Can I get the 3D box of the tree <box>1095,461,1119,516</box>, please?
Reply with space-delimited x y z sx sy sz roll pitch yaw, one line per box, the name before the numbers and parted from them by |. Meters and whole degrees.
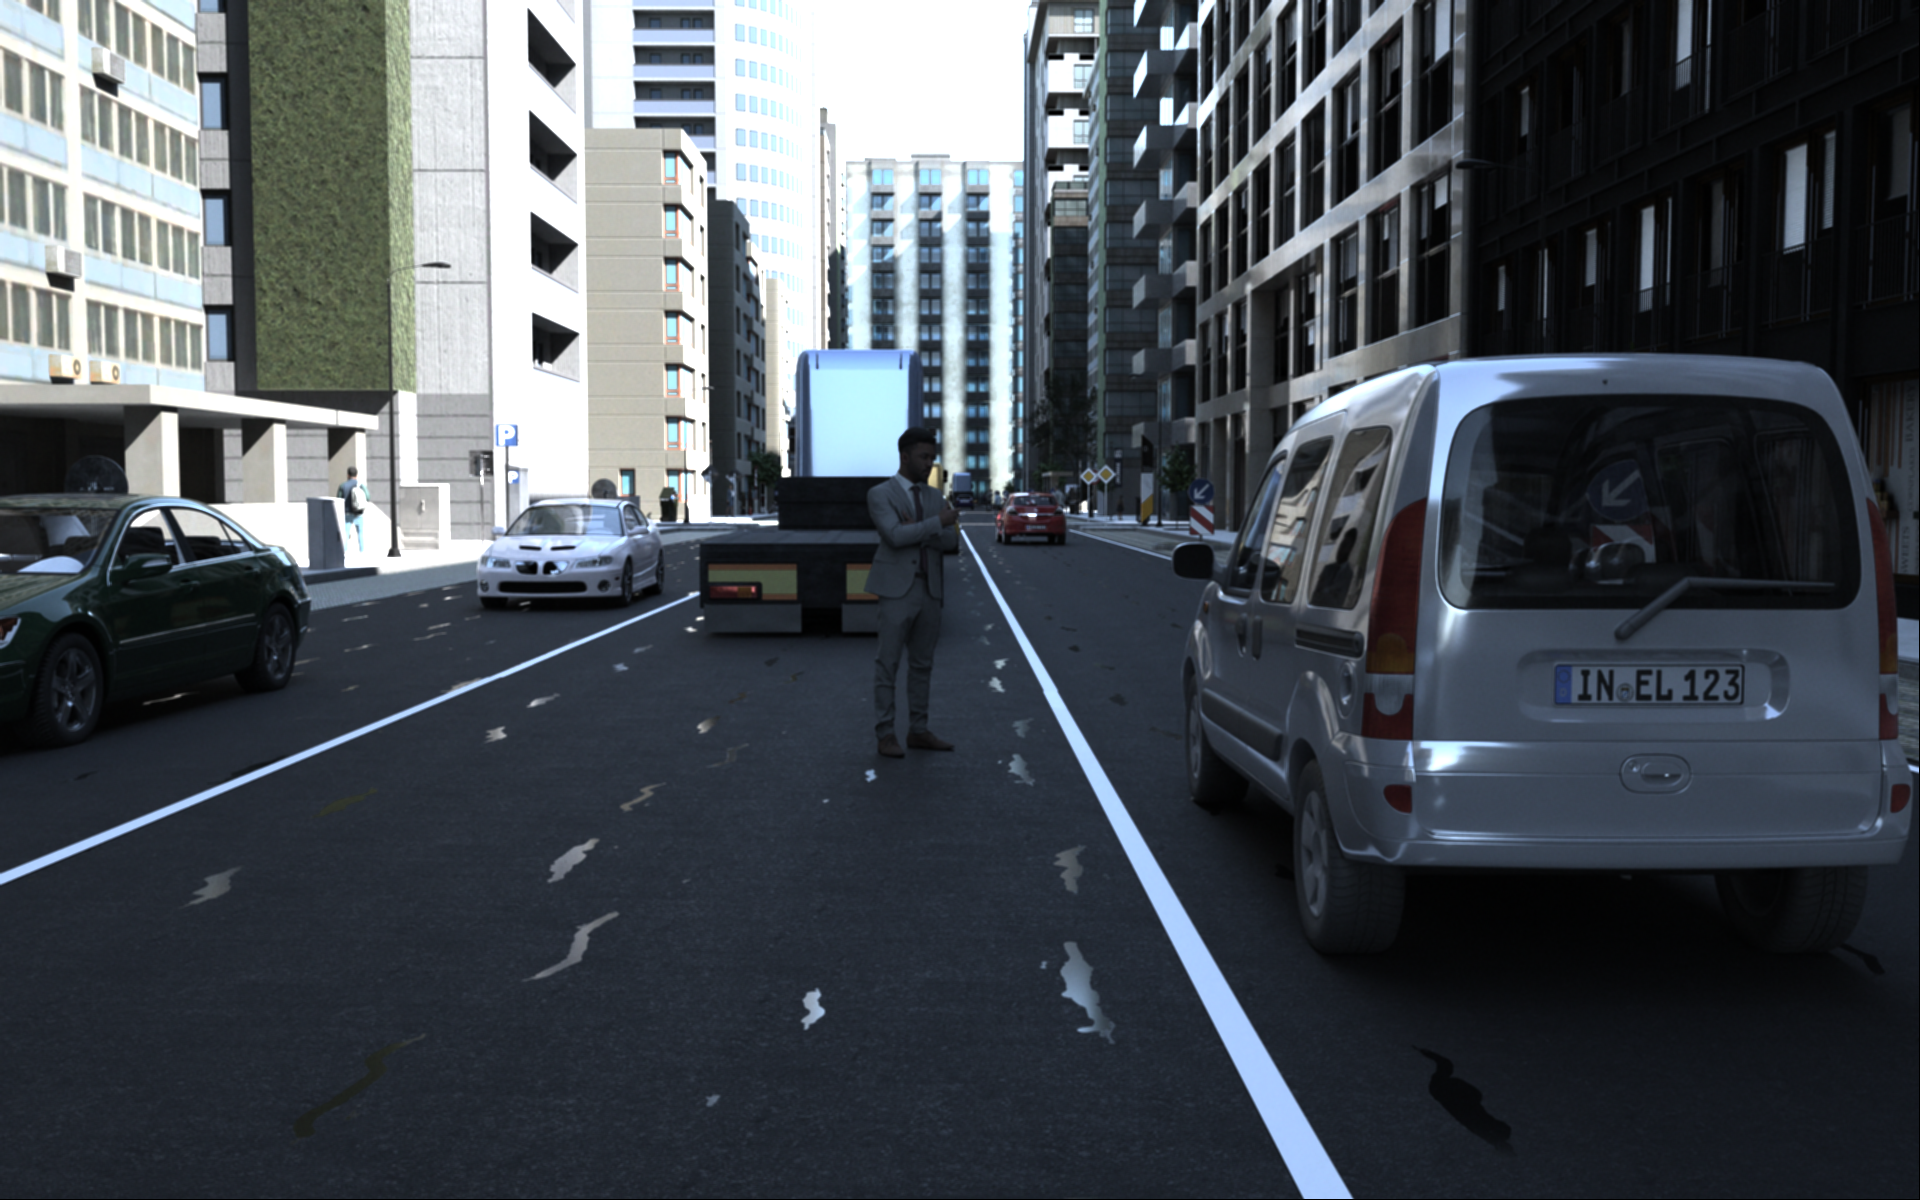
tree | 8.548 -6.488 100.684 1.663 3.219 1.824 0 3 0

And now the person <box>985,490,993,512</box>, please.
person | 2.340 -7.972 139.028 0.592 1.802 0.473 -1 4 -11

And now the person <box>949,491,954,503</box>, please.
person | -0.738 -8.804 153.158 0.721 1.735 1.217 -1 4 -16

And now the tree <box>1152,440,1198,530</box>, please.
tree | 7.631 -4.110 61.798 1.663 3.219 1.824 0 3 0

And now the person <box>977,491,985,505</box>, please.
person | 2.760 -12.888 219.297 1.350 1.814 0.705 0 4 -1

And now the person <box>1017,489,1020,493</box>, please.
person | 6.336 -11.060 186.876 0.705 1.824 1.348 -1 4 -8

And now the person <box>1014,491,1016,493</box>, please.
person | 6.468 -12.068 204.819 0.415 1.643 0.593 1 4 14

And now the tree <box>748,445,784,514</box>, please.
tree | -13.276 -7.994 114.416 4.285 4.588 4.351 0 3 0

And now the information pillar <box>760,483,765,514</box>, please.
information pillar | -12.696 -6.534 111.329 0.304 2.012 0.304 -1 4 -13

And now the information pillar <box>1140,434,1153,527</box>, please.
information pillar | 7.338 -4.689 68.013 0.504 3.616 0.183 -1 4 -17

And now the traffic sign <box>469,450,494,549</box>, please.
traffic sign | -11.146 -2.340 40.388 0.606 2.300 0.079 1 4 8

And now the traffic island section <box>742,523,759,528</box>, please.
traffic island section | -9.810 -3.239 75.234 2.009 0.180 2.903 0 4 -1

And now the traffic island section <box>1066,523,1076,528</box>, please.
traffic island section | 5.631 -3.248 75.392 2.009 0.180 2.903 0 4 -1

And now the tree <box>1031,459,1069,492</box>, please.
tree | 7.969 -10.393 153.632 4.285 4.588 4.351 0 3 0

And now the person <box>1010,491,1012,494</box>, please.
person | 6.390 -12.423 209.969 0.742 1.727 0.445 2 4 34

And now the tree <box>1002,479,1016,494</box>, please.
tree | 6.248 -13.612 217.156 1.663 3.219 1.824 0 3 0

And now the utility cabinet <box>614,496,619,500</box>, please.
utility cabinet | -12.283 -3.083 61.573 0.306 1.237 1.020 -2 4 -30

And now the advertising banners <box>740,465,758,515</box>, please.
advertising banners | -12.735 -6.648 104.876 0.090 3.025 2.074 2 4 25

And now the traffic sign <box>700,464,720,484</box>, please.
traffic sign | -9.702 -3.975 67.183 0.795 2.593 0.064 0 4 -1

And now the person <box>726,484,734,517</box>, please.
person | -12.604 -5.444 95.072 0.581 1.822 0.654 -3 4 -38

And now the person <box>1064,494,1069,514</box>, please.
person | 7.054 -6.504 113.391 0.512 1.701 0.522 1 4 12

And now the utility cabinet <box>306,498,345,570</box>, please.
utility cabinet | -10.854 -1.134 29.696 0.306 1.237 1.020 0 4 -1

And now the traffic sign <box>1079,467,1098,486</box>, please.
traffic sign | 5.607 -4.472 75.309 0.795 2.593 0.064 0 4 -1

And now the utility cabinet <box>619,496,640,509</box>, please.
utility cabinet | -11.213 -2.929 59.059 0.306 1.237 1.020 1 4 8

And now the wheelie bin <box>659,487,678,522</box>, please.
wheelie bin | -13.450 -4.408 79.977 0.980 1.594 0.693 2 4 29

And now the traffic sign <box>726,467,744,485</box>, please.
traffic sign | -9.787 -4.463 75.167 0.795 2.593 0.064 0 4 -1

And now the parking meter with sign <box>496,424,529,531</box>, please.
parking meter with sign | -11.287 -2.935 44.256 0.543 3.016 1.738 0 4 4

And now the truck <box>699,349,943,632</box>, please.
truck | -1.683 -2.246 26.488 2.967 4.110 18.799 0 4 -2

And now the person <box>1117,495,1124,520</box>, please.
person | 7.871 -4.538 84.916 0.362 1.253 0.373 3 5 43

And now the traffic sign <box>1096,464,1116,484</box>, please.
traffic sign | 5.691 -3.984 67.324 0.795 2.593 0.064 0 4 -1

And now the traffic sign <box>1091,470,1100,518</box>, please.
traffic sign | 7.126 -5.644 92.390 0.768 2.556 0.104 0 4 7

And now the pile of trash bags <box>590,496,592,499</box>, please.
pile of trash bags | -16.682 -4.248 79.208 3.447 1.369 1.912 1 4 20

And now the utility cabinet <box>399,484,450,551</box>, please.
utility cabinet | -12.009 -1.842 38.803 1.173 1.500 0.318 2 4 25

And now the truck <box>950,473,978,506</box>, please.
truck | 0.541 -13.688 213.551 2.967 4.110 18.799 0 4 -2

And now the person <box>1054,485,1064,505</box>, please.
person | 4.262 -4.082 75.334 0.391 1.810 0.635 2 4 27

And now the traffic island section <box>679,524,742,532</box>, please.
traffic island section | -9.726 -2.750 67.250 2.009 0.180 2.903 0 4 -1

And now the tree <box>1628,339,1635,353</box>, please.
tree | 8.293 -1.659 21.733 1.663 3.219 1.824 0 3 0

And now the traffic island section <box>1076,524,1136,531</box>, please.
traffic island section | 5.715 -2.760 67.407 2.009 0.180 2.903 0 4 -1

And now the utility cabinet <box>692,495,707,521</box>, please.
utility cabinet | -12.504 -4.408 83.235 0.306 1.237 1.020 1 4 17

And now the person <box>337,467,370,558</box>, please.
person | -12.086 -1.733 34.354 0.794 1.824 0.713 0 4 7

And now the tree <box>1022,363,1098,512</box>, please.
tree | 8.313 -11.500 122.435 8.767 10.594 7.601 1 4 11

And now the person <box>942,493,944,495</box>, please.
person | -2.076 -11.296 193.128 0.705 1.831 1.348 -3 4 -36

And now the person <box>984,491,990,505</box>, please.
person | 3.374 -12.295 209.609 0.705 1.814 1.350 -2 4 -35

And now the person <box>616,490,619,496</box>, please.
person | -15.234 -4.247 75.887 0.661 1.777 0.834 2 4 27

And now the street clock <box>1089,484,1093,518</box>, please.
street clock | 7.095 -5.473 94.060 0.358 2.002 0.471 1 4 19

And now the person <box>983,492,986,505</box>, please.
person | 3.197 -13.293 226.524 1.217 1.739 0.721 2 4 28

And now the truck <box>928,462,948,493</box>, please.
truck | -2.385 -6.542 102.891 3.469 3.379 9.791 0 4 -2
